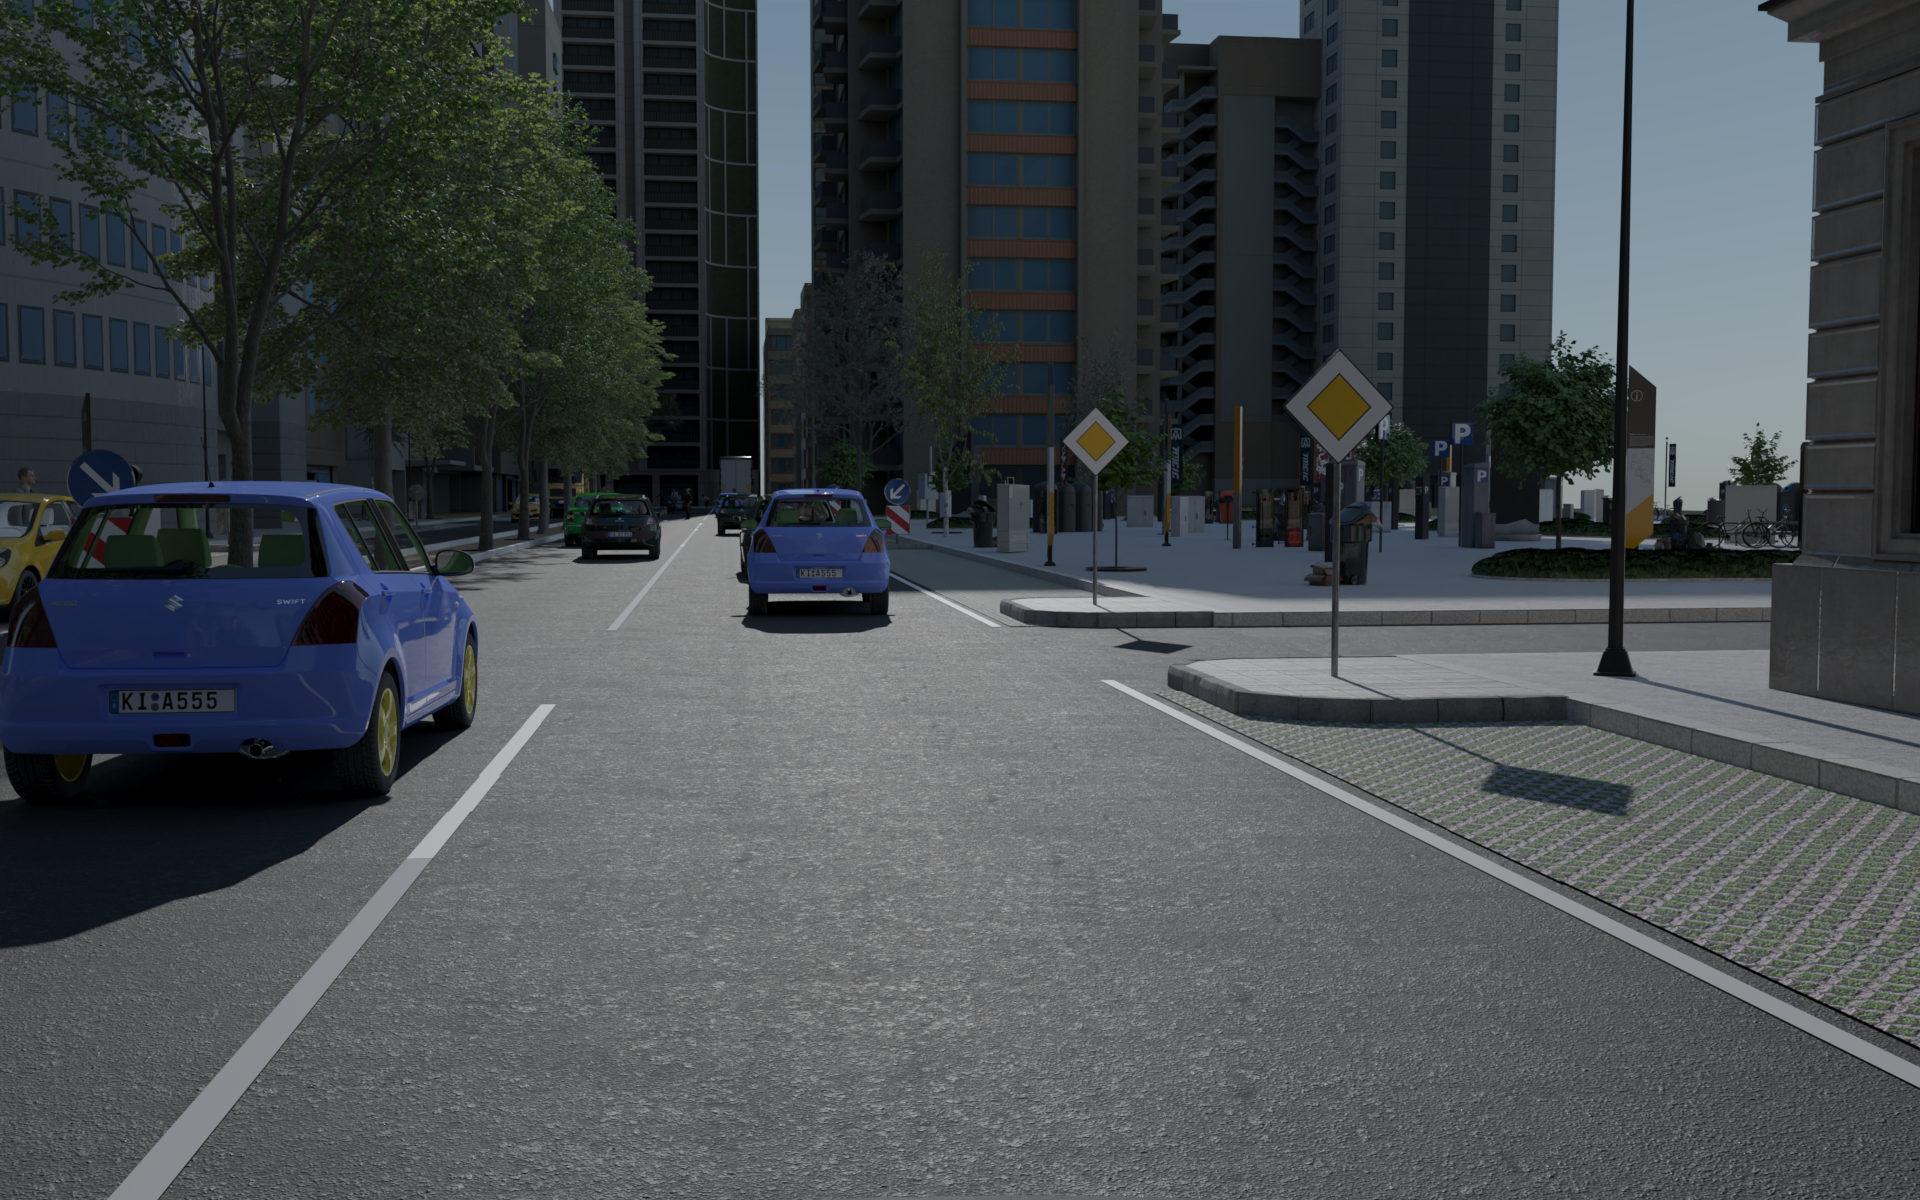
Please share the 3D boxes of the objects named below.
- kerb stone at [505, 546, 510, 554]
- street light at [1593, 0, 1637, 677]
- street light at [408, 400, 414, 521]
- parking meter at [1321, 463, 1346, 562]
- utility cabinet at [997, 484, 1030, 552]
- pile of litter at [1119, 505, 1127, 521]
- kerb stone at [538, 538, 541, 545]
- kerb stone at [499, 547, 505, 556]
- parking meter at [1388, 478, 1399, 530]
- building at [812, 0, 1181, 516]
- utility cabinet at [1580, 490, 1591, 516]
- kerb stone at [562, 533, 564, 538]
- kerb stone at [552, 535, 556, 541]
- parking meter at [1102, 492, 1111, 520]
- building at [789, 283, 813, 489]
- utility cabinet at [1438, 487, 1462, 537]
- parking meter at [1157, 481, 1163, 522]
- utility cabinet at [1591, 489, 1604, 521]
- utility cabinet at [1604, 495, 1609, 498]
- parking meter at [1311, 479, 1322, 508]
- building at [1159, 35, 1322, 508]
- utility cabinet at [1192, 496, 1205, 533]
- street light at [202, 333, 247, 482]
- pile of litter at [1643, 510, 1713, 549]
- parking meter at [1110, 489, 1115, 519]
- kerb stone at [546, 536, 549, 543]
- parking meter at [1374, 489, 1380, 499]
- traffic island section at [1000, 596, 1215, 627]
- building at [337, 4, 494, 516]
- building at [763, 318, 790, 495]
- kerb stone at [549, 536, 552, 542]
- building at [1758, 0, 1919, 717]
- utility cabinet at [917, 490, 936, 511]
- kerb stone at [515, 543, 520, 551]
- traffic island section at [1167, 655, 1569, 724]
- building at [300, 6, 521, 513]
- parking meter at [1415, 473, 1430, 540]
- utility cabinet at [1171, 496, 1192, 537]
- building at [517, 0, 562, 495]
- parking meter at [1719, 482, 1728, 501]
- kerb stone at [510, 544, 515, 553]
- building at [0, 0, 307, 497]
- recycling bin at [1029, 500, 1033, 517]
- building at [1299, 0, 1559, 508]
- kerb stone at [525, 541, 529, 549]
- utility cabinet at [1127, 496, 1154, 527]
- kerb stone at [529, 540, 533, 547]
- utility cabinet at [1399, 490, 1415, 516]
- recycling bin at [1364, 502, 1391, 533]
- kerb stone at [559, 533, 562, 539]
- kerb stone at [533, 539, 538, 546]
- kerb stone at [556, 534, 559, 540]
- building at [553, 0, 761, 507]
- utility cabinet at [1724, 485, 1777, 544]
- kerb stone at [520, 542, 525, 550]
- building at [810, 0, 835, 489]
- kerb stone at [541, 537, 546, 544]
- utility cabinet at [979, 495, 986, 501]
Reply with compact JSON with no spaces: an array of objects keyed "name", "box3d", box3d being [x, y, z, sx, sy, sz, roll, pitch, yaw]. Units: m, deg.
[{"name":"kerb stone","box3d":[-10.909,-1.165,41.242,0.120,0.150,1.000,0,4,-8]},{"name":"street light","box3d":[4.115,-2.417,12.058,1.470,5.913,1.316,0,4,-8]},{"name":"street light","box3d":[-25.416,-6.677,81.704,1.470,5.913,1.316,0,4,-8]},{"name":"parking meter","box3d":[7.073,-1.648,32.660,0.255,1.863,0.399,3,4,38]},{"name":"utility cabinet","box3d":[1.183,-1.794,38.003,0.318,1.500,1.173,2,4,24]},{"name":"pile of litter","box3d":[8.389,-4.245,83.365,1.176,0.858,1.719,-1,4,-20]},{"name":"kerb stone","box3d":[-11.866,-1.597,48.336,0.120,0.150,1.000,0,4,-8]},{"name":"kerb stone","box3d":[-10.763,-1.103,40.223,0.120,0.150,1.000,0,4,-8]},{"name":"parking meter","box3d":[15.601,-3.464,62.350,0.255,1.863,0.399,-1,4,-11]},{"name":"building","box3d":[1.746,-28.065,113.491,22.147,44.769,28.867,0,4,-8]},{"name":"utility cabinet","box3d":[33.949,-5.170,93.210,1.173,1.500,0.318,-1,4,-21]},{"name":"kerb stone","box3d":[-12.828,-2.034,55.445,0.120,0.150,1.000,0,4,-8]},{"name":"kerb stone","box3d":[-12.411,-1.848,52.406,0.120,0.150,1.000,0,4,-8]},{"name":"parking meter","box3d":[7.347,-4.961,86.817,0.399,1.863,0.255,-2,4,-27]},{"name":"building","box3d":[-0.910,-19.139,157.964,27.650,21.520,28.899,0,4,-8]},{"name":"utility cabinet","box3d":[14.866,-2.638,51.810,1.173,1.500,0.318,-2,4,-27]},{"name":"parking meter","box3d":[9.344,-4.563,80.315,0.255,1.863,0.399,2,4,29]},{"name":"utility cabinet","box3d":[27.102,-3.961,73.441,0.318,1.500,1.173,1,4,15]},{"name":"utility cabinet","box3d":[34.844,-5.059,93.883,0.306,1.237,1.020,0,4,3]},{"name":"parking meter","box3d":[11.530,-3.066,55.834,0.255,1.863,0.399,-3,5,-44]},{"name":"building","box3d":[25.445,-31.658,167.721,14.200,45.320,14.600,0,4,-8]},{"name":"utility cabinet","box3d":[7.639,-2.836,57.534,1.020,1.237,0.306,-2,4,-26]},{"name":"street light","box3d":[-21.125,-4.724,49.773,1.470,5.913,1.316,0,4,-8]},{"name":"pile of litter","box3d":[16.486,-1.577,39.755,1.719,0.858,1.176,3,5,44]},{"name":"parking meter","box3d":[7.908,-4.971,89.693,0.372,1.533,0.369,0,3,0]},{"name":"kerb stone","box3d":[-12.140,-1.723,50.374,0.120,0.150,1.000,0,4,-8]},{"name":"parking meter","box3d":[21.000,-4.813,87.101,0.372,1.533,0.369,0,3,0]},{"name":"traffic island section","box3d":[1.584,0.132,20.117,2.009,0.180,2.903,0,4,-8]},{"name":"building","box3d":[-43.570,-31.411,102.816,28.713,52.752,27.495,0,4,-8]},{"name":"building","box3d":[-7.084,-21.272,192.837,28.899,21.520,27.650,0,4,-8]},{"name":"kerb stone","box3d":[-12.282,-1.786,51.392,0.120,0.150,1.000,0,4,-8]},{"name":"building","box3d":[11.211,-8.432,2.494,10.561,19.102,19.286,0,4,-8]},{"name":"utility cabinet","box3d":[-1.811,-5.176,93.314,0.318,1.500,1.173,3,5,43]},{"name":"kerb stone","box3d":[-11.185,-1.286,43.270,0.120,0.150,1.000,0,4,-8]},{"name":"traffic island section","box3d":[2.654,0.616,12.204,2.009,0.180,2.903,0,4,-8]},{"name":"building","box3d":[-39.611,-29.040,124.914,14.600,45.320,14.200,0,4,-8]},{"name":"parking meter","box3d":[13.063,-2.646,48.968,0.399,1.863,0.255,-3,5,-43]},{"name":"utility cabinet","box3d":[6.661,-2.526,52.460,0.306,1.237,1.020,1,4,22]},{"name":"building","box3d":[-47.054,-32.477,154.698,21.600,48.544,21.300,0,4,-8]},{"name":"parking meter","box3d":[38.062,-4.932,86.351,0.399,1.863,0.255,2,4,33]},{"name":"kerb stone","box3d":[-11.046,-1.227,42.255,0.120,0.150,1.000,0,4,-8]},{"name":"building","box3d":[-34.215,-31.144,51.206,21.231,58.520,28.212,0,4,-8]},{"name":"recycling bin","box3d":[2.986,-3.867,75.784,0.722,1.027,0.722,2,4,35]},{"name":"building","box3d":[43.020,-44.562,166.843,20.611,71.187,20.563,0,4,-8]},{"name":"kerb stone","box3d":[-11.455,-1.413,45.296,0.120,0.150,1.000,0,4,-8]},{"name":"utility cabinet","box3d":[6.990,-3.430,67.237,1.020,1.237,0.306,0,4,3]},{"name":"kerb stone","box3d":[-11.598,-1.475,46.309,0.120,0.150,1.000,0,4,-8]},{"name":"utility cabinet","box3d":[23.207,-4.942,89.486,0.318,1.500,1.173,-2,4,-24]},{"name":"recycling bin","box3d":[13.991,-2.783,58.053,0.722,1.027,0.722,0,4,-5]},{"name":"kerb stone","box3d":[-12.691,-1.972,54.431,0.120,0.150,1.000,0,4,-8]},{"name":"kerb stone","box3d":[-11.726,-1.533,47.323,0.120,0.150,1.000,0,4,-8]},{"name":"kerb stone","box3d":[-12.547,-1.910,53.419,0.120,0.150,1.000,0,4,-8]},{"name":"building","box3d":[-31.761,-45.629,184.286,20.611,71.187,20.563,0,4,-8]},{"name":"utility cabinet","box3d":[19.992,-2.148,43.802,1.173,1.500,0.318,2,4,26]},{"name":"kerb stone","box3d":[-11.311,-1.351,44.284,0.120,0.150,1.000,0,4,-8]},{"name":"building","box3d":[-4.643,-27.607,134.970,14.154,41.232,14.086,0,4,-8]},{"name":"kerb stone","box3d":[-11.997,-1.661,49.350,0.120,0.150,1.000,0,4,-8]},{"name":"utility cabinet","box3d":[0.687,-4.124,78.590,1.020,1.237,0.306,2,4,29]}]
